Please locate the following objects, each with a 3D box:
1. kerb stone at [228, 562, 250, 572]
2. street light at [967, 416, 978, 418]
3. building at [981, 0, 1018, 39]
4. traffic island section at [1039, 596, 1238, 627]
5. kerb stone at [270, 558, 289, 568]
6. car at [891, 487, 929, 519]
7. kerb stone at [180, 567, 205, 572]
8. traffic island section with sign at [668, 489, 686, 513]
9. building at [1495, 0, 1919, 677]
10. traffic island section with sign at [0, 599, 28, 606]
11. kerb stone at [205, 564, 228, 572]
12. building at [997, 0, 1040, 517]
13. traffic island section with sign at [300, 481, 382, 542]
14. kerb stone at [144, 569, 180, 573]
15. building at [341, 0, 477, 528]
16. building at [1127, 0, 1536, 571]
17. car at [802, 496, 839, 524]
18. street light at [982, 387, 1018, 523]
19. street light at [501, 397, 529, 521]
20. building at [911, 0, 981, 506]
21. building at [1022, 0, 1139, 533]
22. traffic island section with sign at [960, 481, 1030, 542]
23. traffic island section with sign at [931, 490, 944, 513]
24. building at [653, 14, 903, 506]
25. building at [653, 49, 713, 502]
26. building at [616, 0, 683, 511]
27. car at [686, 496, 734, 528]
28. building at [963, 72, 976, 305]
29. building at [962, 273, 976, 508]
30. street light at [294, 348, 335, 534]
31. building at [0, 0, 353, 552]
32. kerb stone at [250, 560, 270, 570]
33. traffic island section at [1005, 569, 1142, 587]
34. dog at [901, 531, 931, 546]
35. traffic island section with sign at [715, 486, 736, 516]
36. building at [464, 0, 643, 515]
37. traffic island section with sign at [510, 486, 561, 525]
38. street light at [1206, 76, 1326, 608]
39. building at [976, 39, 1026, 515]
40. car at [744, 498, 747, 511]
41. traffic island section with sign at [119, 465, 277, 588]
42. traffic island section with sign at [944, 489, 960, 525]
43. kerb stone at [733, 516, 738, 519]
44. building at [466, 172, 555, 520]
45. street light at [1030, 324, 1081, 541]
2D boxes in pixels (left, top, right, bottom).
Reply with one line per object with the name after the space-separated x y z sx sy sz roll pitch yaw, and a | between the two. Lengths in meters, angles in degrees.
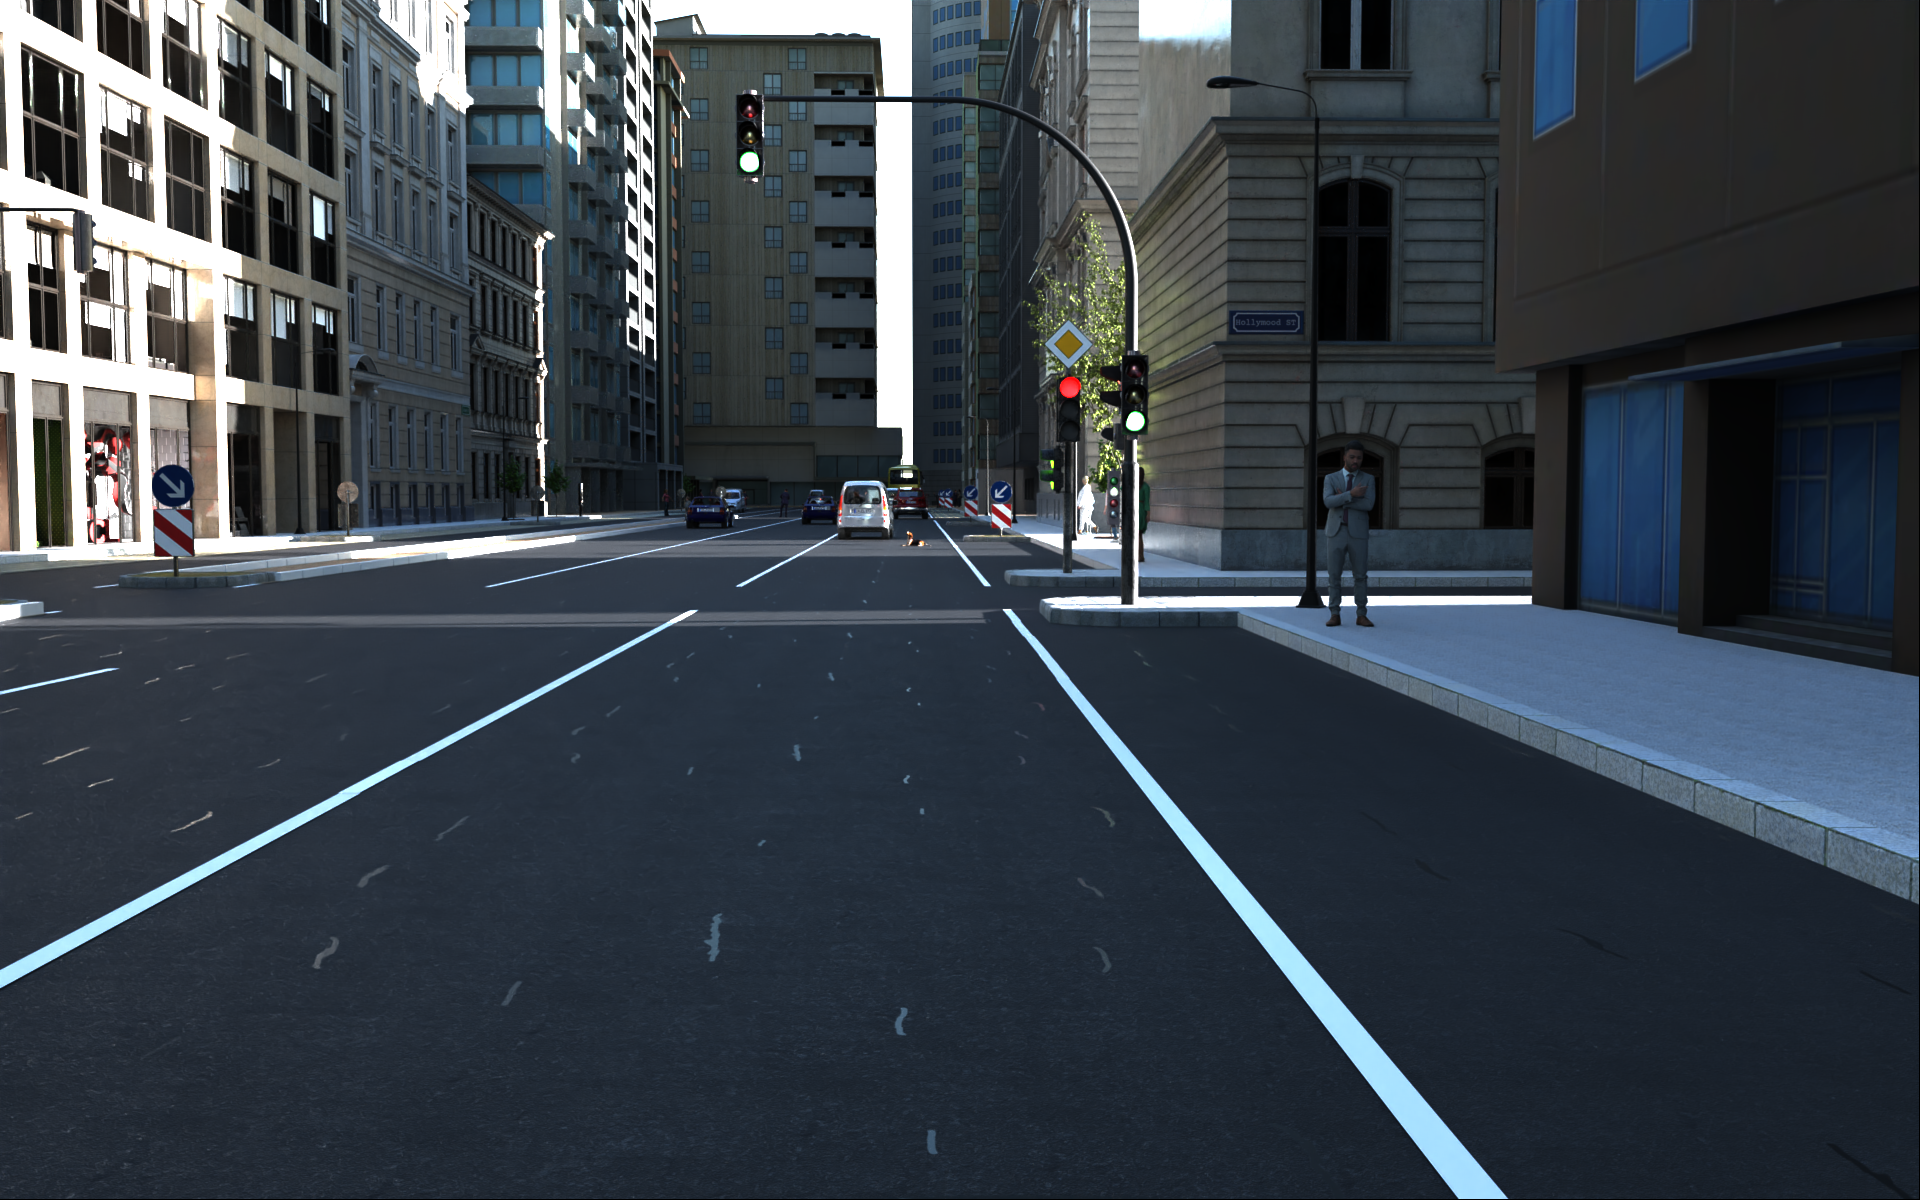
-13.368 -0.587 31.861 0.120 0.150 1.000 0 4 -2 | kerb stone
1.093 -7.991 103.188 1.470 5.913 1.316 0 4 -2 | street light
8.703 -29.238 128.160 14.600 45.320 14.200 0 4 -2 | building
1.986 0.129 20.164 2.009 0.180 2.903 0 4 -2 | traffic island section
-13.425 -0.716 33.904 0.120 0.150 1.000 0 4 -2 | kerb stone
-2.908 -5.656 101.155 2.281 1.827 5.304 0 4 -2 | car
-13.305 -0.459 29.811 0.120 0.150 1.000 0 4 -2 | kerb stone
-20.807 -7.383 129.337 1.989 1.847 2.006 0 4 -2 | traffic island section with sign
13.392 -22.152 12.298 14.600 45.320 14.200 0 4 -2 | building
-11.992 -0.727 20.025 2.006 1.907 1.989 0 4 -2 | traffic island section with sign
-13.342 -0.525 30.832 0.120 0.150 1.000 0 4 -2 | kerb stone
9.572 -18.189 90.899 14.314 27.812 24.014 0 4 -2 | building
-18.712 -2.688 52.573 1.989 1.847 2.006 0 4 -2 | traffic island section with sign
-13.289 -0.403 28.788 0.120 0.150 1.000 0 4 -2 | kerb stone
-28.942 -17.454 71.284 13.634 28.700 20.117 0 4 -2 | building
21.144 -13.131 33.774 34.723 24.649 14.460 0 4 -2 | building
-6.645 -4.319 83.192 1.945 1.354 3.894 0 4 -1 | car
1.840 -6.305 75.621 1.470 5.913 1.316 0 4 -2 | street light
-21.274 -6.745 82.815 1.470 5.913 1.316 0 4 -2 | street light
8.628 -40.070 197.143 28.212 58.520 21.231 0 4 -2 | building
9.997 -17.110 67.139 14.401 28.519 23.554 0 4 -2 | building
1.107 -2.698 52.736 1.989 1.847 2.006 0 4 -2 | traffic island section with sign
-0.989 -7.416 129.884 1.989 1.847 2.006 0 4 -2 | traffic island section with sign
-20.431 -37.354 199.975 27.495 52.752 28.713 0 4 -2 | building
-39.619 -31.295 166.294 28.867 44.769 22.147 0 4 -2 | building
-33.844 -43.030 141.792 20.563 71.187 20.611 0 4 -2 | building
-10.632 -3.740 73.735 1.945 1.354 3.894 0 4 -3 | car
7.220 -29.853 171.694 14.154 41.232 14.086 0 4 -2 | building
14.358 -18.694 150.687 27.650 21.520 28.899 0 4 -2 | building
-20.603 -5.062 55.307 1.470 5.913 1.316 0 4 -2 | street light
-30.665 -14.609 43.377 19.350 26.468 34.151 0 4 -2 | building
-13.403 -0.654 32.882 0.120 0.150 1.000 0 4 -2 | kerb stone
1.769 -0.359 28.146 2.009 0.180 2.903 0 4 -2 | traffic island section
-1.217 -1.686 47.766 0.748 0.427 0.550 2 4 27 | dog
-14.231 -5.774 102.541 2.006 1.907 1.989 0 4 -2 | traffic island section with sign
-34.917 -30.418 116.944 23.786 49.044 30.456 0 4 -2 | building
-19.452 -4.337 79.545 1.989 1.847 2.006 0 4 -2 | traffic island section with sign
3.435 -2.868 19.432 1.470 5.913 1.316 0 4 -2 | street light
7.976 -20.949 114.216 14.160 30.474 14.107 0 4 -2 | building
-18.962 -8.346 145.491 2.155 1.783 4.494 0 4 -3 | car
-12.184 -1.180 27.430 2.006 1.907 1.989 0 4 -2 | traffic island section with sign
0.371 -4.363 79.961 1.989 1.847 2.006 0 4 -2 | traffic island section with sign
-13.166 -4.858 101.673 0.120 0.150 1.000 0 4 -2 | kerb stone
-28.518 -13.861 91.261 10.561 19.102 19.286 0 4 -2 | building
2.619 -4.586 47.517 1.470 5.913 1.316 0 4 -2 | street light
